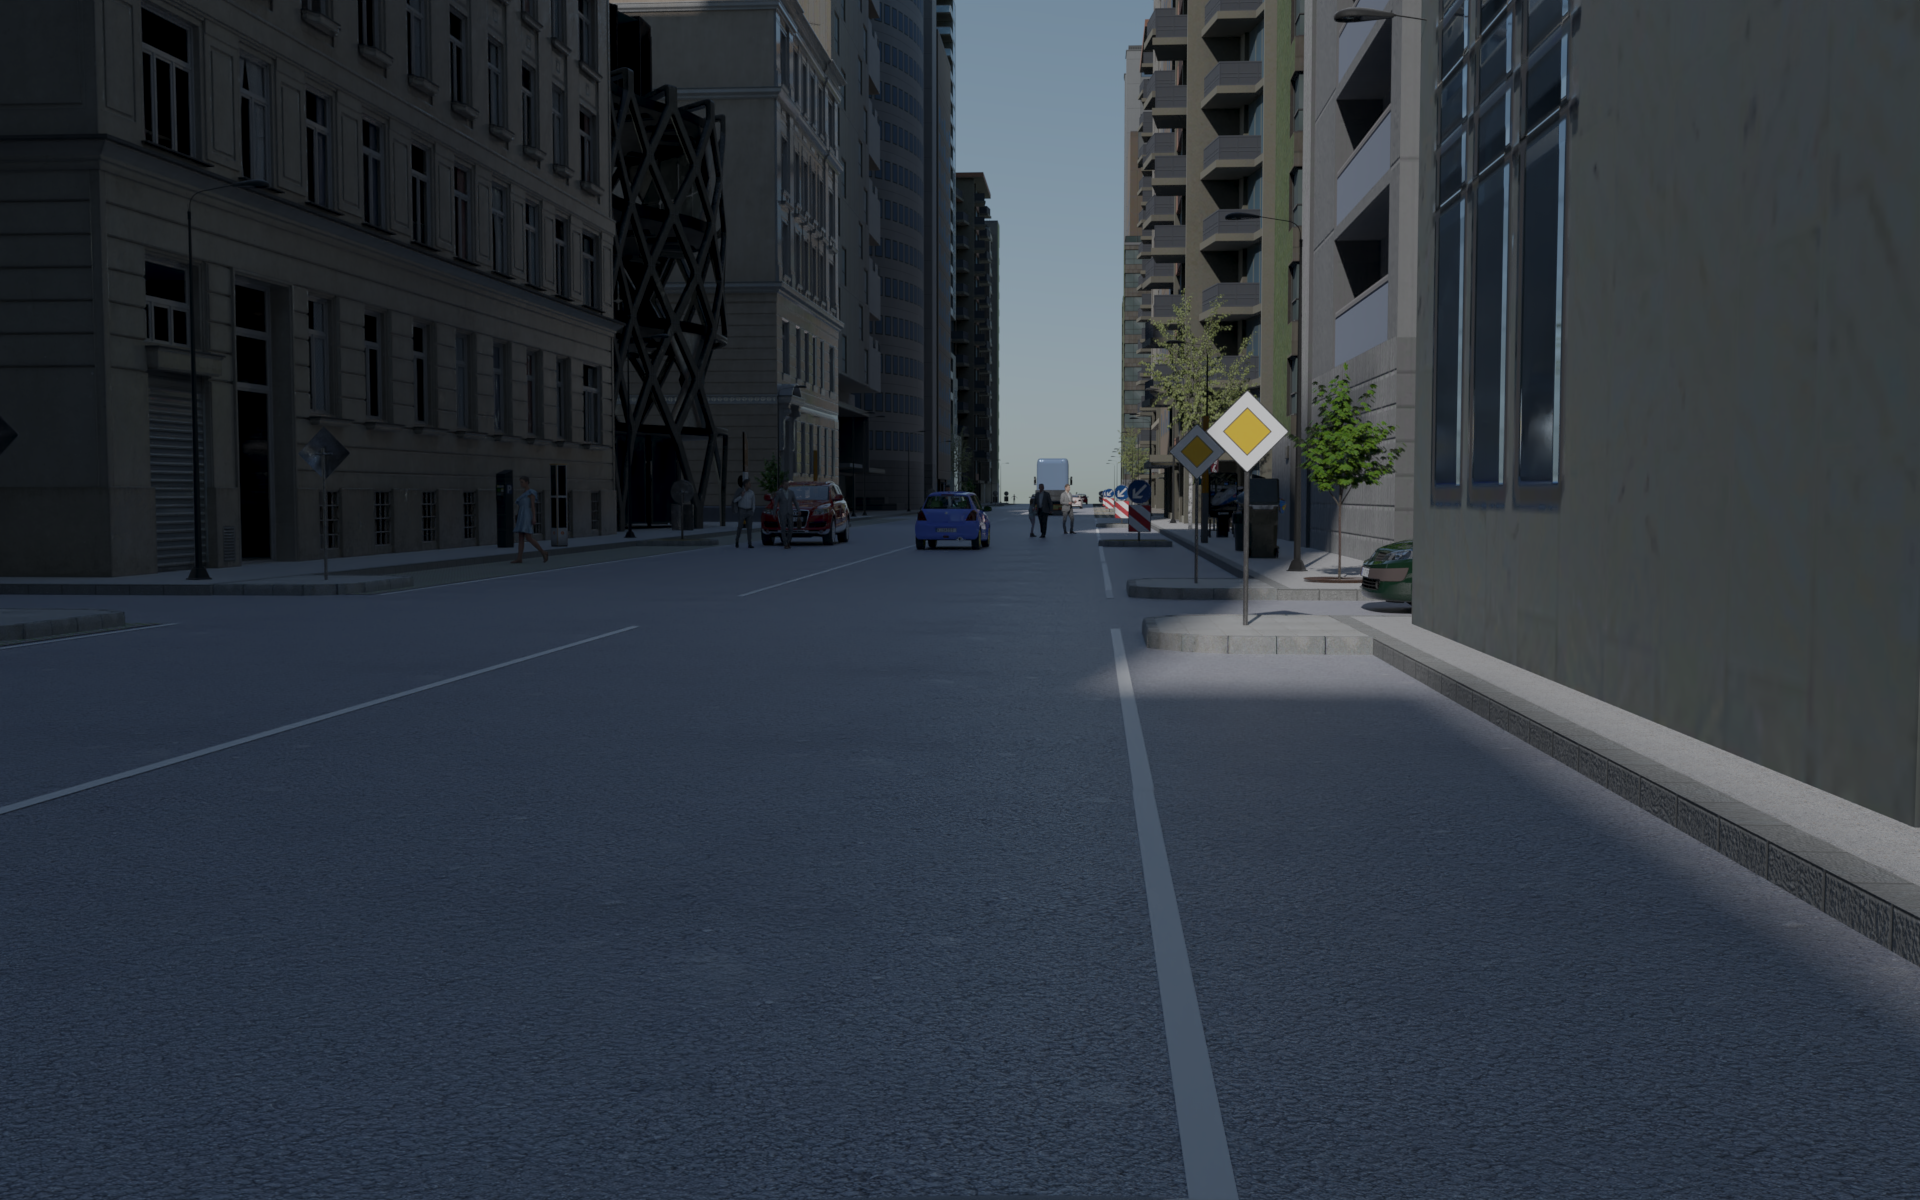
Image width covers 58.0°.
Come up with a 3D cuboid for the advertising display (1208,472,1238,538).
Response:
[{"bbox_3d":[7.746,-2.806,51.091,0.974,1.923,0.123,-2,4,-24],"label":"advertising display"}]

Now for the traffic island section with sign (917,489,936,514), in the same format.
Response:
[{"bbox_3d":[-2.029,-7.080,124.382,1.989,1.847,2.006,0,4,4],"label":"traffic island section with sign"}]

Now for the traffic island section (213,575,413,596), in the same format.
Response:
[{"bbox_3d":[-9.491,-0.220,25.876,2.009,0.180,2.903,0,4,4],"label":"traffic island section"}]

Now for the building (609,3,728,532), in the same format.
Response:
[{"bbox_3d":[-17.519,-12.083,65.007,16.820,18.784,16.811,0,4,4],"label":"building"}]

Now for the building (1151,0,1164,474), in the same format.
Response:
[{"bbox_3d":[28.447,-33.125,130.840,28.713,52.752,27.495,0,4,4],"label":"building"}]

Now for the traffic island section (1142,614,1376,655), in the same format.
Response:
[{"bbox_3d":[2.809,0.327,16.934,2.009,0.180,2.903,0,4,4],"label":"traffic island section"}]

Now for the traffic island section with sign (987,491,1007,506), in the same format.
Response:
[{"bbox_3d":[4.299,-12.185,207.844,1.989,1.847,2.006,0,4,4],"label":"traffic island section with sign"}]

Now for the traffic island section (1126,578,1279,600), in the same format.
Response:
[{"bbox_3d":[3.413,-0.160,24.896,2.009,0.180,2.903,0,4,4],"label":"traffic island section"}]

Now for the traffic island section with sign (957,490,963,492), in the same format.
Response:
[{"bbox_3d":[0.048,-8.762,151.878,1.989,1.847,2.006,0,4,4],"label":"traffic island section with sign"}]

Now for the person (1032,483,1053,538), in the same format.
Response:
[{"bbox_3d":[2.676,-2.916,56.568,0.661,1.777,0.834,1,4,12],"label":"person"}]

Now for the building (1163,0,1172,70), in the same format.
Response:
[{"bbox_3d":[20.183,-28.178,110.823,14.600,45.320,14.200,0,4,4],"label":"building"}]

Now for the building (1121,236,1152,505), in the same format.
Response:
[{"bbox_3d":[25.321,-25.858,194.473,14.160,30.474,14.107,0,4,4],"label":"building"}]

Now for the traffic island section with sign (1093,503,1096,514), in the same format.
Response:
[{"bbox_3d":[6.857,-4.037,74.634,1.989,1.847,2.006,0,4,4],"label":"traffic island section with sign"}]

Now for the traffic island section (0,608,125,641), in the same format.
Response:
[{"bbox_3d":[-10.095,0.267,17.913,2.009,0.180,2.903,0,4,4],"label":"traffic island section"}]

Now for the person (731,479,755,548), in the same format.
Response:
[{"bbox_3d":[-5.749,-2.288,46.005,0.679,1.850,0.850,-2,4,-33],"label":"person"}]

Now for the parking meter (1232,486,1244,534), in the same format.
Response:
[{"bbox_3d":[8.870,-2.868,55.298,0.372,1.533,0.369,0,3,0],"label":"parking meter"}]

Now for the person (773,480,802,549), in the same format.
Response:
[{"bbox_3d":[-4.532,-2.249,45.384,0.709,1.813,0.853,-2,4,-27],"label":"person"}]

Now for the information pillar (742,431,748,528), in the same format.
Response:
[{"bbox_3d":[-8.056,-4.506,65.022,0.183,3.616,0.504,1,4,8],"label":"information pillar"}]

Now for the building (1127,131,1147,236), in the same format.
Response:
[{"bbox_3d":[27.160,-34.151,208.483,14.600,45.320,14.200,0,4,4],"label":"building"}]

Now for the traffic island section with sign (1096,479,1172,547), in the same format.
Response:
[{"bbox_3d":[4.817,-2.393,47.746,1.989,1.847,2.006,0,4,4],"label":"traffic island section with sign"}]

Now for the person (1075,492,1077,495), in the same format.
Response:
[{"bbox_3d":[16.631,-14.468,245.855,0.445,1.727,0.742,3,5,42],"label":"person"}]

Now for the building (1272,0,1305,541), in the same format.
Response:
[{"bbox_3d":[16.472,-17.171,52.450,14.160,30.474,14.107,0,4,4],"label":"building"}]

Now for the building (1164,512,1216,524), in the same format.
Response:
[{"bbox_3d":[19.925,-26.095,81.270,22.147,44.769,28.867,0,4,4],"label":"building"}]

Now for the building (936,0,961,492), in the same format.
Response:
[{"bbox_3d":[-10.604,-54.221,199.182,22.319,86.520,31.000,0,4,4],"label":"building"}]

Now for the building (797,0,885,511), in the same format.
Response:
[{"bbox_3d":[-19.947,-32.191,115.560,28.713,52.752,27.495,0,4,4],"label":"building"}]

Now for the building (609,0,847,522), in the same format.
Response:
[{"bbox_3d":[-13.776,-18.537,88.989,13.634,28.700,20.117,0,4,4],"label":"building"}]

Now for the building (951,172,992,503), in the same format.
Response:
[{"bbox_3d":[-7.297,-35.219,230.457,22.147,44.769,28.867,0,4,4],"label":"building"}]

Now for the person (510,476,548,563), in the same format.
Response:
[{"bbox_3d":[-8.938,-1.663,35.784,0.778,1.811,0.616,-2,4,-29],"label":"person"}]

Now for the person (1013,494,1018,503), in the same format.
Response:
[{"bbox_3d":[7.814,-14.531,249.307,0.991,1.433,0.599,-1,4,-10],"label":"person"}]

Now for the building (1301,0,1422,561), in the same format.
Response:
[{"bbox_3d":[21.788,-29.941,31.539,28.212,58.520,21.231,0,4,4],"label":"building"}]

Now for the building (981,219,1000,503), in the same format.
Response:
[{"bbox_3d":[-1.626,-34.769,252.059,14.154,41.232,14.086,0,4,4],"label":"building"}]

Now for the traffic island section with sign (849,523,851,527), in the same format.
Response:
[{"bbox_3d":[-5.764,-4.064,75.068,1.989,1.847,2.006,0,4,4],"label":"traffic island section with sign"}]

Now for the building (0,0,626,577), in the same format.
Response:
[{"bbox_3d":[-19.204,-12.683,40.646,16.112,22.955,30.059,0,4,4],"label":"building"}]

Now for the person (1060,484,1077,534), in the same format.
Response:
[{"bbox_3d":[3.945,-3.294,62.554,0.583,1.804,0.606,3,5,42],"label":"person"}]

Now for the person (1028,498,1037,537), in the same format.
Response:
[{"bbox_3d":[2.441,-2.759,57.883,0.394,1.301,0.425,-3,5,-40],"label":"person"}]

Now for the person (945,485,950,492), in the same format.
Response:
[{"bbox_3d":[-0.451,-3.385,64.186,0.721,1.781,0.623,3,5,42],"label":"person"}]

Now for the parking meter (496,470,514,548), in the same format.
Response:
[{"bbox_3d":[-10.885,-2.184,41.414,0.255,1.863,0.399,1,4,20],"label":"parking meter"}]

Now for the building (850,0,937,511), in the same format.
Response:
[{"bbox_3d":[-13.662,-36.810,143.842,21.231,58.520,28.212,0,4,4],"label":"building"}]

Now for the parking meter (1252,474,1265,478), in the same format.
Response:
[{"bbox_3d":[8.750,-2.754,50.732,0.399,1.863,0.255,0,4,-6],"label":"parking meter"}]

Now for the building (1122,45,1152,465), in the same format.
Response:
[{"bbox_3d":[32.141,-42.014,228.931,21.231,58.520,28.212,0,4,4],"label":"building"}]

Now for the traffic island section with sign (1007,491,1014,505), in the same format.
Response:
[{"bbox_3d":[6.350,-13.836,234.840,1.989,1.847,2.006,0,4,4],"label":"traffic island section with sign"}]

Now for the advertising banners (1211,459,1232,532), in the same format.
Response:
[{"bbox_3d":[9.052,-3.832,58.838,0.090,3.025,2.074,-1,4,-23],"label":"advertising banners"}]

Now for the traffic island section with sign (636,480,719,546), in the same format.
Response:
[{"bbox_3d":[-7.798,-2.420,48.189,1.989,1.847,2.006,0,4,4],"label":"traffic island section with sign"}]

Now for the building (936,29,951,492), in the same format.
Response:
[{"bbox_3d":[-8.335,-31.525,165.542,14.600,45.320,14.200,0,4,4],"label":"building"}]
